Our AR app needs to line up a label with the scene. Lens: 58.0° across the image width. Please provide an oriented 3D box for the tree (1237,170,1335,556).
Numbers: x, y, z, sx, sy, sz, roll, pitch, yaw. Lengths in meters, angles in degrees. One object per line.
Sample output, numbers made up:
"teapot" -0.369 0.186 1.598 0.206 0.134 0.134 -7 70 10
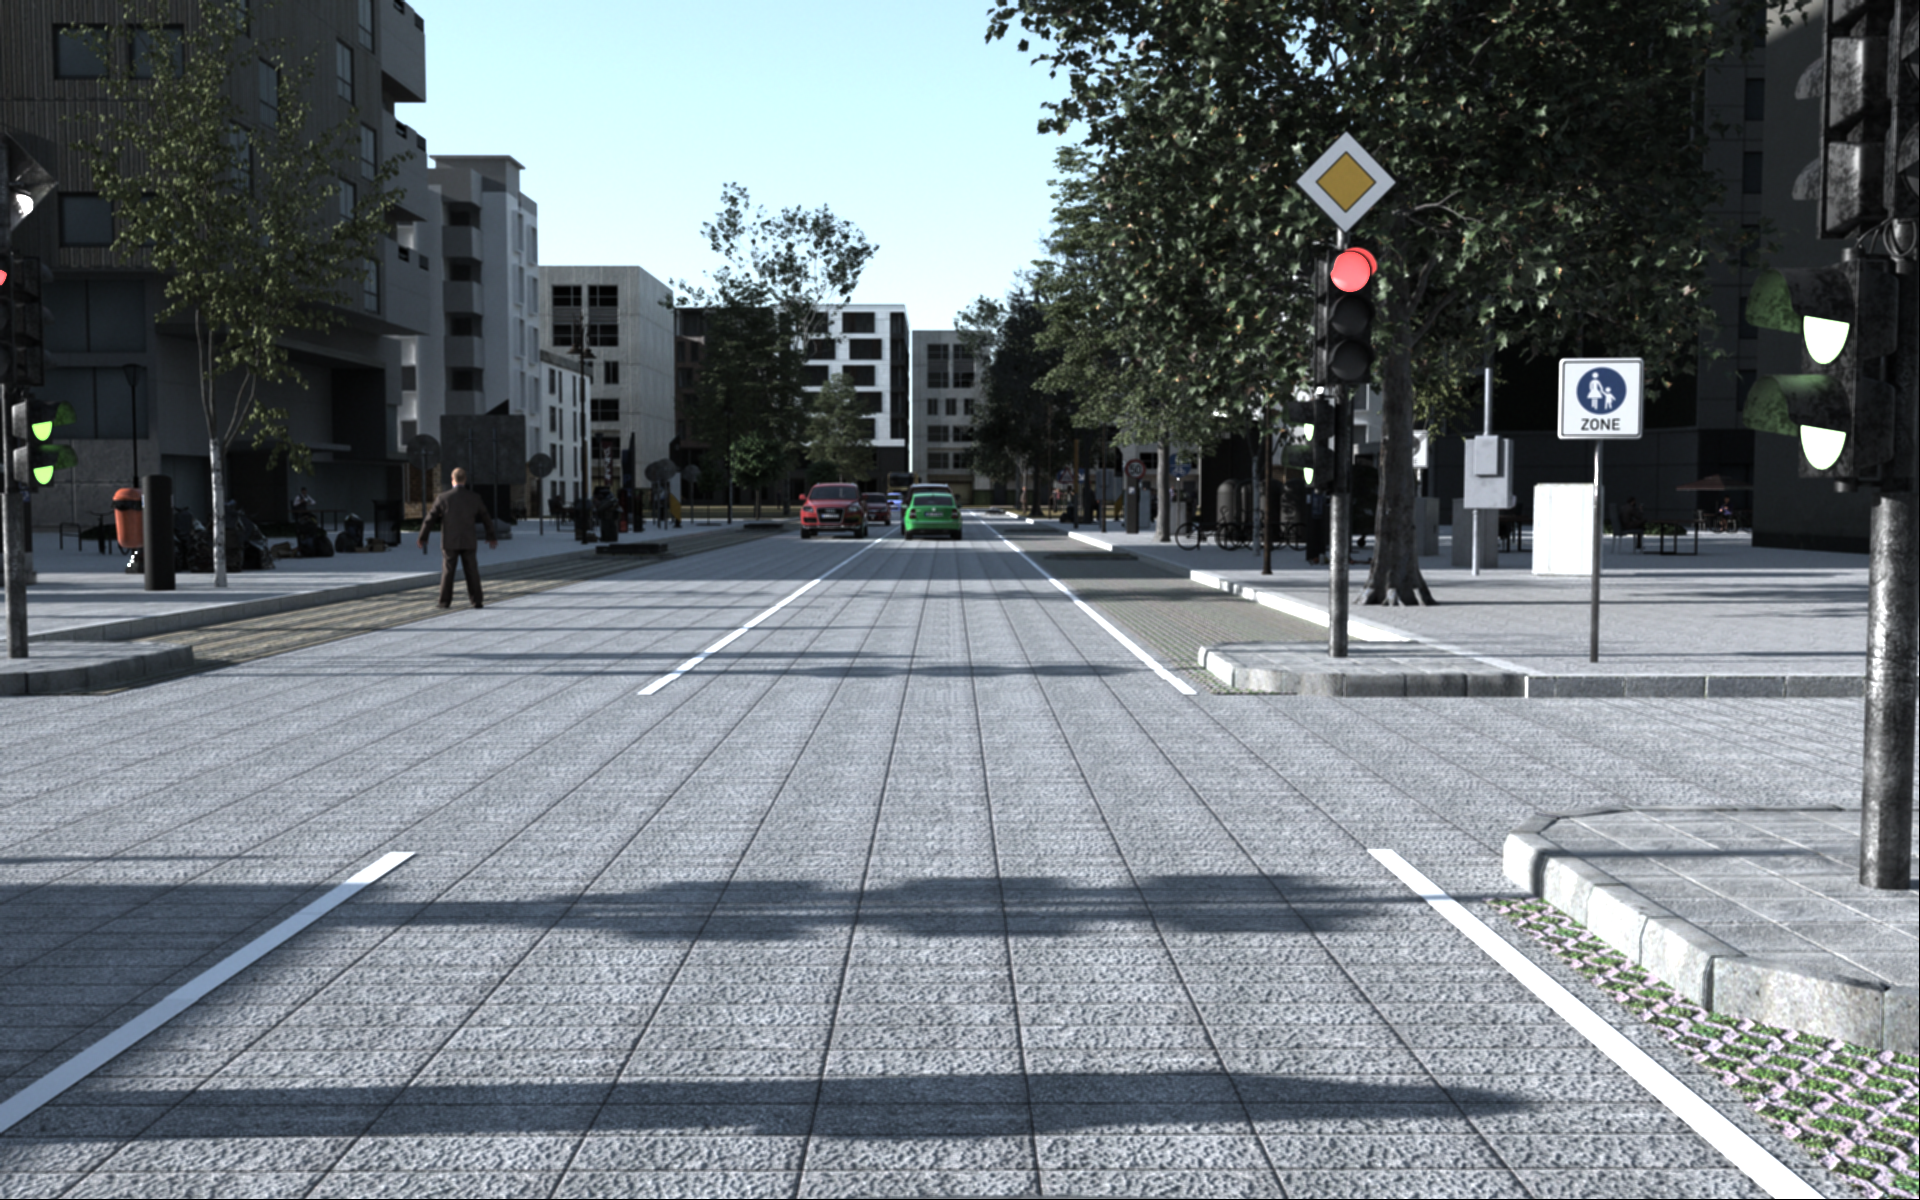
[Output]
"tree" 6.143 -5.200 35.387 4.360 8.622 3.978 0 3 0

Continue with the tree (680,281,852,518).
"tree" -11.163 -10.682 92.783 7.486 12.596 7.792 0 3 0

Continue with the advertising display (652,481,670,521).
"advertising display" -14.396 -4.778 83.326 0.974 1.923 0.123 2 4 27

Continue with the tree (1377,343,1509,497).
"tree" 14.197 -6.255 52.638 4.737 8.622 4.395 0 3 0

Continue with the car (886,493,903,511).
"car" -4.982 -7.510 132.381 1.945 1.707 3.694 0 3 0

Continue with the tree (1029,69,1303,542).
"tree" 5.528 -7.862 46.679 7.486 12.596 7.792 0 3 0

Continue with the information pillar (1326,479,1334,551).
"information pillar" 8.426 -2.110 38.983 0.304 2.012 0.304 -3 4 -38

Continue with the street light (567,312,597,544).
"street light" -9.635 -4.371 44.260 0.468 5.910 1.993 0 4 0

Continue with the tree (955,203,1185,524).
"tree" 5.330 -9.963 73.260 12.009 13.543 11.850 0 3 0

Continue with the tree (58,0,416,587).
"tree" -9.950 -4.477 23.559 4.737 8.622 4.395 0 3 0

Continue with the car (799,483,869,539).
"car" -4.126 -2.978 57.357 2.281 1.827 5.304 0 4 -1

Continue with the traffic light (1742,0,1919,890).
"traffic light" 3.014 -1.018 5.566 0.839 4.253 0.868 0 4 0

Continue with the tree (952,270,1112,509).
"tree" 6.226 -17.760 146.264 12.611 20.169 13.585 0 3 0

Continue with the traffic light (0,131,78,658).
"traffic light" -7.377 -1.501 13.470 0.839 4.253 0.868 0 4 0

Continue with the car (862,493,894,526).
"car" -4.097 -4.322 79.708 2.155 1.783 4.494 0 4 -1

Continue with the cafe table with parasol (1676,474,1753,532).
"cafe table with parasol" 25.958 -3.333 59.367 2.610 1.966 2.610 2 4 25

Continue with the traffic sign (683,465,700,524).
"traffic sign" -11.613 -4.582 75.026 0.768 2.556 0.104 0 3 0

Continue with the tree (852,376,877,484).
"tree" -11.467 -14.909 161.882 7.486 12.596 7.792 0 3 0

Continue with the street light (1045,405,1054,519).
"street light" 4.566 -7.048 88.027 0.468 5.910 1.993 0 4 0

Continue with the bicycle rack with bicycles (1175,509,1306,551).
"bicycle rack with bicycles" 6.751 -1.623 39.920 2.925 0.926 2.852 2 4 30

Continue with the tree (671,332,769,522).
"tree" -10.598 -7.834 78.443 4.737 8.622 4.395 0 3 0

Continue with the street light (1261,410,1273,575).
"street light" 4.907 -3.346 27.493 0.468 5.910 1.993 0 4 0

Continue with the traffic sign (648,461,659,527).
"traffic sign" -11.760 -4.118 67.433 0.768 2.556 0.104 0 4 4

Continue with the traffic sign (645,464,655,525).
"traffic sign" -12.714 -4.394 71.953 0.768 2.556 0.104 0 4 2

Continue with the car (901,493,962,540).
"car" -0.887 -2.843 55.276 1.959 1.807 4.718 0 4 -2

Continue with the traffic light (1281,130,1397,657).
"traffic light" 2.963 -1.506 13.551 0.839 4.253 0.868 0 4 0

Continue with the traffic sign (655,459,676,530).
"traffic sign" -10.578 -3.800 62.234 0.768 2.556 0.104 0 4 0

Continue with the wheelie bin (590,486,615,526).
"wheelie bin" -14.269 -3.757 69.333 0.980 1.594 0.693 -2 4 -33

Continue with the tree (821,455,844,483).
"tree" -11.322 -9.791 143.798 4.285 4.588 4.351 0 3 0

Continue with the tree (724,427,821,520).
"tree" -10.004 -6.195 85.005 4.285 4.588 4.351 0 3 0

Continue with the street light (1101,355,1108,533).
"street light" 4.799 -5.185 57.561 0.468 5.910 1.993 0 4 0

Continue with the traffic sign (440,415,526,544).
"traffic sign" -12.247 -3.095 44.477 2.265 3.308 0.079 0 4 7

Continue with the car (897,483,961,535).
"car" -1.093 -3.253 61.854 2.281 1.827 5.304 0 4 -2

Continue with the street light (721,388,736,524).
"street light" -9.939 -6.216 74.415 0.468 5.910 1.993 0 4 0

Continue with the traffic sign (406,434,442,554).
"traffic sign" -11.395 -2.245 36.817 0.768 2.556 0.104 0 4 4

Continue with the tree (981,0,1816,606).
"tree" 5.088 -6.303 20.062 9.611 12.733 9.660 0 3 0

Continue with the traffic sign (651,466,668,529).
"traffic sign" -11.126 -3.792 64.125 0.606 2.300 0.079 0 4 3

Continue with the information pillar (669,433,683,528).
"information pillar" -10.862 -4.572 66.113 0.183 3.616 0.504 3 5 40

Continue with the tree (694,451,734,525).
"tree" -10.397 -4.675 71.036 1.663 3.219 1.824 0 3 0

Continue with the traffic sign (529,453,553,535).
"traffic sign" -13.056 -3.294 53.956 0.768 2.556 0.104 0 4 5

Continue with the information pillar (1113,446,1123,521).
"information pillar" 7.554 -5.589 82.729 0.504 3.616 0.183 -3 5 -42

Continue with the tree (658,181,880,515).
"tree" -11.610 -15.292 105.915 12.611 20.169 13.585 0 3 0

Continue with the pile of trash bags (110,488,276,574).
"pile of trash bags" -12.692 -1.128 28.197 1.912 1.369 3.447 0 4 3
